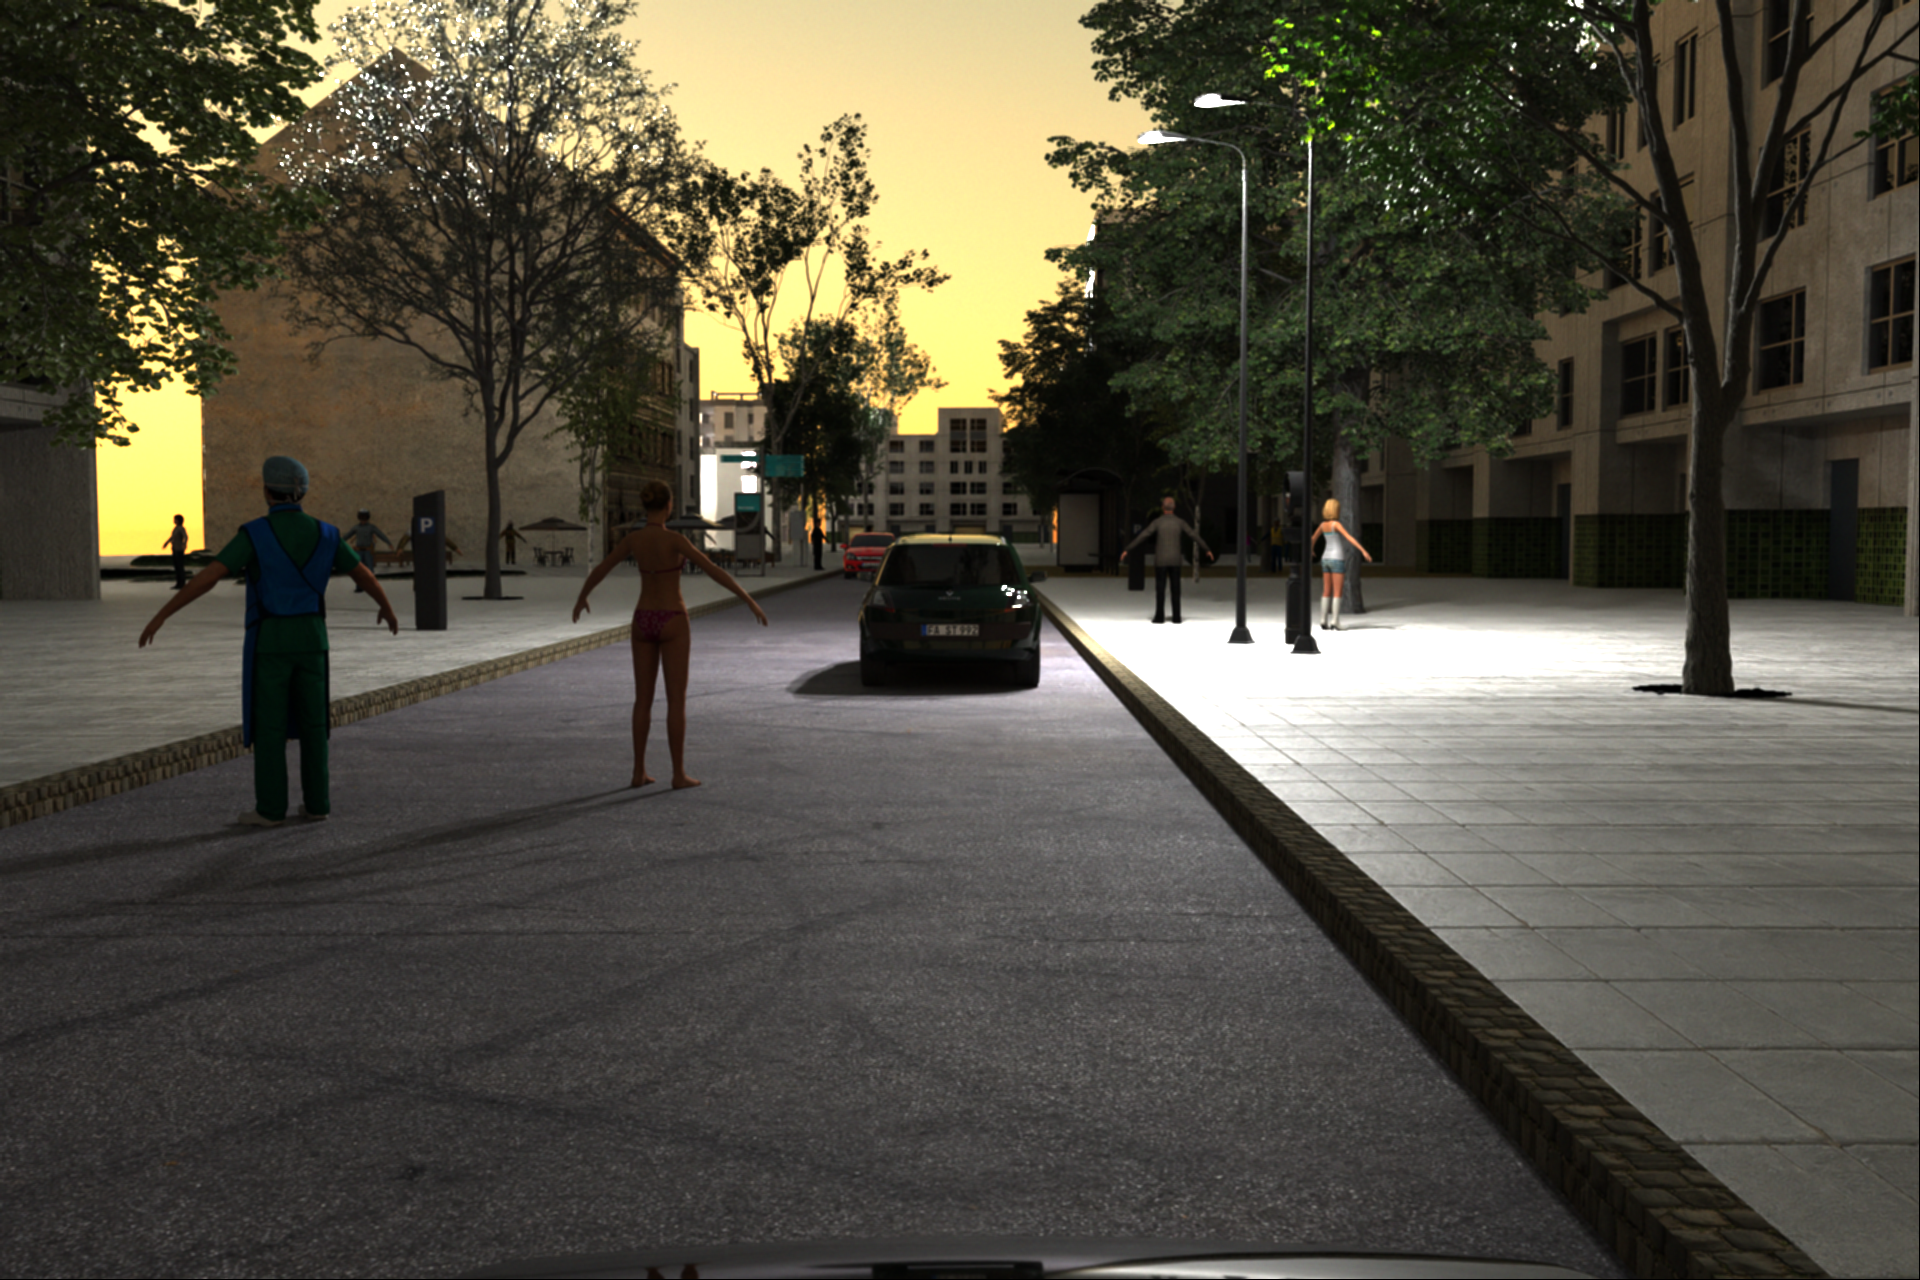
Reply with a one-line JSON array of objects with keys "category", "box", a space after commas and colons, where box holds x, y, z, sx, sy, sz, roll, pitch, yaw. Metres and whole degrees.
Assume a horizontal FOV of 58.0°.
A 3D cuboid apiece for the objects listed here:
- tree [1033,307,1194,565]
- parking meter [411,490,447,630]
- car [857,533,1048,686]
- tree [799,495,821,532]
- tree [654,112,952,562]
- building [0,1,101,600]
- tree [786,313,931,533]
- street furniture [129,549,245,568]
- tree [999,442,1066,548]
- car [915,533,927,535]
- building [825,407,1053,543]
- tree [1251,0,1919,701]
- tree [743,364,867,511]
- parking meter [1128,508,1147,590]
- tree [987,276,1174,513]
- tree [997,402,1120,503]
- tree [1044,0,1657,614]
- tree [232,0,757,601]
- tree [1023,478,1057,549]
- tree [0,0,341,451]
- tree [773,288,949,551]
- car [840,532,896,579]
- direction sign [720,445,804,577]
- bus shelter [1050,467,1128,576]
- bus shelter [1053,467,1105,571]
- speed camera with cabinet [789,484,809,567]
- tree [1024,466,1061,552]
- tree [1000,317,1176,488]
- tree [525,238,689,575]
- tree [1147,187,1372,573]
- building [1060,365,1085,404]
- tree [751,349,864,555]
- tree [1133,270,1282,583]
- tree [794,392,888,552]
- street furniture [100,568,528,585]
[{"category": "tree", "box": [6.811, -8.406, 71.844, 8.767, 10.594, 7.601, 1, 4, 20]}, {"category": "parking meter", "box": [-7.085, -1.064, 23.111, 0.399, 1.863, 0.255, 0, 4, 1]}, {"category": "car", "box": [-0.083, -0.486, 17.735, 2.009, 1.686, 4.222, 0, 4, 0]}, {"category": "tree", "box": [-21.411, -18.082, 245.997, 4.737, 8.622, 4.395, 0, 3, 0]}, {"category": "tree", "box": [-7.147, -13.561, 77.617, 12.611, 20.169, 13.585, 0, 3, 0]}, {"category": "building", "box": [-25.328, -9.257, 17.809, 16.747, 18.905, 31.486, 0, 4, 0]}, {"category": "tree", "box": [-9.374, -17.975, 149.776, 12.611, 20.169, 13.585, 0, 3, 0]}, {"category": "street furniture", "box": [-29.951, -3.356, 70.494, 5.734, 0.657, 10.072, 0, 4, -5]}, {"category": "tree", "box": [7.621, -14.168, 157.404, 9.928, 11.665, 9.643, 0, 3, 0]}, {"category": "car", "box": [-2.249, -6.185, 109.915, 1.959, 1.807, 4.718, 0, 4, 0]}, {"category": "building", "box": [-2.491, -23.220, 248.556, 31.486, 18.905, 16.747, 0, 4, 4]}, {"category": "tree", "box": [6.069, -5.379, 13.702, 9.928, 11.665, 9.643, 0, 3, 0]}, {"category": "tree", "box": [-8.179, -9.716, 93.263, 7.601, 10.594, 8.767, -3, 5, -43]}, {"category": "parking meter", "box": [4.041, -2.063, 39.435, 0.399, 1.863, 0.255, 0, 4, 1]}, {"category": "tree", "box": [6.444, -10.812, 83.438, 9.857, 13.997, 8.962, 0, 3, 0]}, {"category": "tree", "box": [6.341, -10.482, 105.787, 8.767, 10.594, 7.601, 0, 4, 6]}, {"category": "tree", "box": [6.120, -7.404, 27.705, 9.857, 13.997, 8.962, 0, 3, 0]}, {"category": "tree", "box": [-9.026, -7.537, 33.598, 12.009, 13.543, 11.850, 0, 3, 0]}, {"category": "tree", "box": [7.263, -12.096, 148.128, 4.737, 8.622, 4.395, 0, 3, 0]}, {"category": "tree", "box": [-9.555, -5.915, 14.833, 7.486, 12.596, 7.792, 0, 3, 0]}, {"category": "tree", "box": [-7.635, -16.968, 133.308, 12.611, 20.169, 13.585, 0, 3, 0]}, {"category": "car", "box": [-2.803, -2.903, 56.497, 2.155, 1.783, 4.494, 0, 3, 0]}, {"category": "direction sign", "box": [-5.922, -3.912, 52.722, 2.525, 3.948, 1.411, 0, 4, 2]}, {"category": "bus shelter", "box": [4.061, -3.755, 55.324, 2.014, 3.302, 5.546, 0, 4, -1]}, {"category": "bus shelter", "box": [4.383, -4.441, 63.899, 1.731, 3.624, 6.357, 0, 4, 1]}, {"category": "speed camera with cabinet", "box": [-6.371, -4.541, 68.580, 0.660, 3.252, 2.038, 0, 3, 0]}, {"category": "tree", "box": [6.508, -10.546, 122.784, 4.360, 8.622, 3.978, 0, 3, 0]}, {"category": "tree", "box": [7.267, -11.270, 94.636, 12.009, 13.543, 11.850, 0, 3, 0]}, {"category": "tree", "box": [-9.239, -5.742, 44.245, 4.737, 8.622, 4.395, 0, 3, 0]}, {"category": "tree", "box": [10.056, -8.536, 57.683, 7.486, 12.596, 7.792, 0, 3, 0]}, {"category": "building", "box": [26.126, -22.614, 213.716, 27.936, 21.610, 32.646, 0, 4, 0]}, {"category": "tree", "box": [-9.195, -11.503, 106.195, 7.486, 12.596, 7.792, 0, 3, 0]}, {"category": "tree", "box": [6.322, -5.818, 45.493, 4.737, 8.622, 4.395, 0, 3, 0]}, {"category": "tree", "box": [-8.907, -12.059, 122.918, 9.928, 11.665, 9.643, 0, 3, 0]}, {"category": "street furniture", "box": [-28.162, -2.954, 53.326, 27.439, 1.986, 14.083, 1, 4, 21]}]
